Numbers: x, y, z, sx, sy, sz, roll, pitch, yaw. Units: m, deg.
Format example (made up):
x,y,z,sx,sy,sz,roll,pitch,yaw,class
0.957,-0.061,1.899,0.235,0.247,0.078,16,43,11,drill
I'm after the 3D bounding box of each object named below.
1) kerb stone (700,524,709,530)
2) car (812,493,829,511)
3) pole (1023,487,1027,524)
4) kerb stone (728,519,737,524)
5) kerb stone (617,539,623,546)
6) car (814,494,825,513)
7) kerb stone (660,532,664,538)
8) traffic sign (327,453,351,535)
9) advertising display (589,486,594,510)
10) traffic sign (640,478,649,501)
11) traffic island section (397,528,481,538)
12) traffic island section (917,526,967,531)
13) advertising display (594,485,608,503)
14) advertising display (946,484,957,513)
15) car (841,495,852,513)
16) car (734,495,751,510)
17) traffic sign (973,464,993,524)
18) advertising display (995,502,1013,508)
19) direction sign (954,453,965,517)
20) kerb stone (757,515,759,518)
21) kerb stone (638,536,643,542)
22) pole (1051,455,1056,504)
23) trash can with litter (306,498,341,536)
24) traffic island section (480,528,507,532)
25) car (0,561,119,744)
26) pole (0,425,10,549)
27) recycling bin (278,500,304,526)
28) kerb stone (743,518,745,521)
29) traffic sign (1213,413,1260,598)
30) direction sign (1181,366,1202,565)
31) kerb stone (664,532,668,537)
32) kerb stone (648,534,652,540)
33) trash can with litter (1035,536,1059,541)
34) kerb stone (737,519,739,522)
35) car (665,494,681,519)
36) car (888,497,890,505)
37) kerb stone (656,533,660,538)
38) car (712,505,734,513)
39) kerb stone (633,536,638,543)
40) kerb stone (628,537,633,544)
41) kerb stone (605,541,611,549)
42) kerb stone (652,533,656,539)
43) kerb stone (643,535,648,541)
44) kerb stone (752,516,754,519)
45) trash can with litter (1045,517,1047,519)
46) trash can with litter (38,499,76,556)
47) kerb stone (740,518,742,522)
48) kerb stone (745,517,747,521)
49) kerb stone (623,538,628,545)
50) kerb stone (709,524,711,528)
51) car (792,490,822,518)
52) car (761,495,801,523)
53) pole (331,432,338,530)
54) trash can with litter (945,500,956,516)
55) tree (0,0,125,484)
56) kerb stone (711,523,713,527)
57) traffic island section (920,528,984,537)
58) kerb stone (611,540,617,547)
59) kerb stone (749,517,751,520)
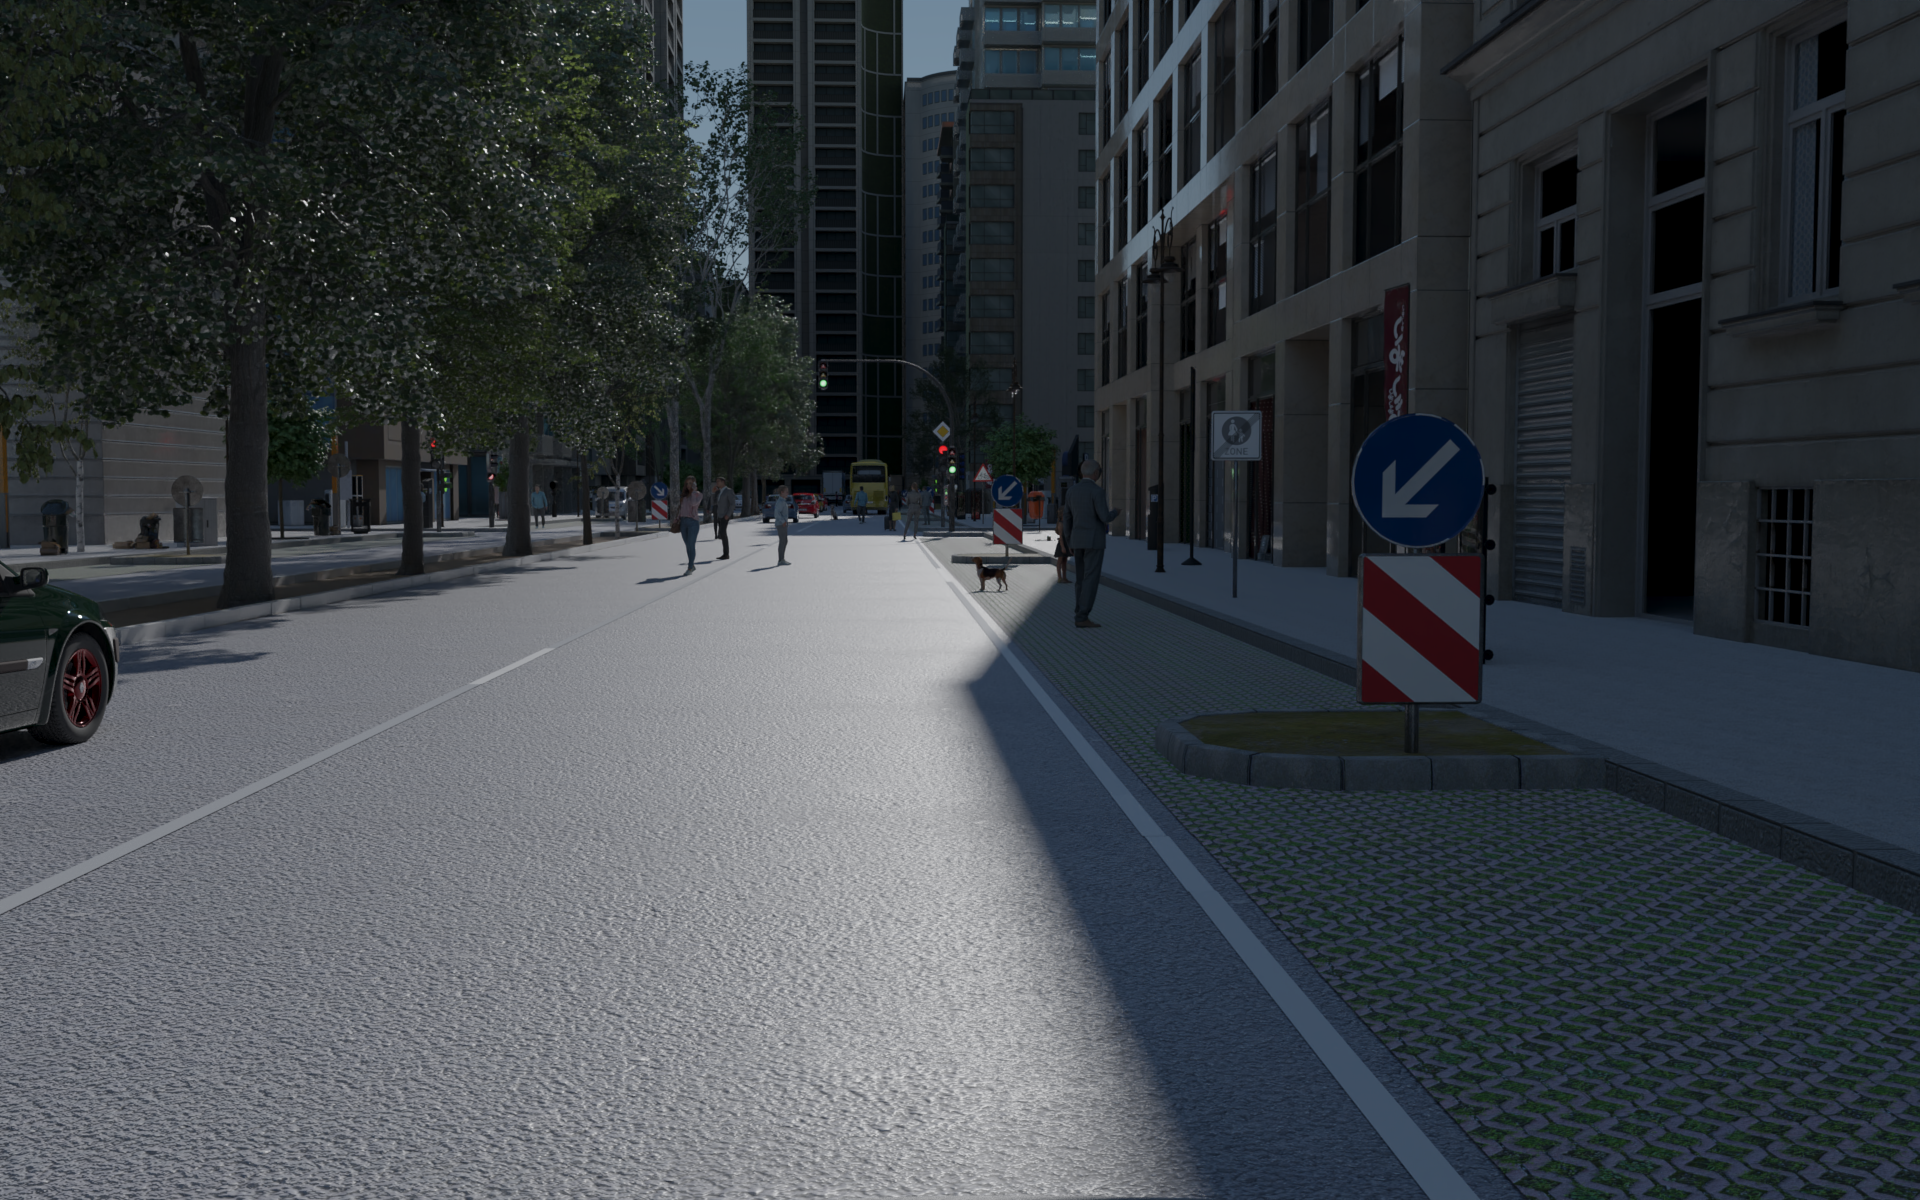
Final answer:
x,y,z,sx,sy,sz,roll,pitch,yaw,class
-10.626,-3.027,71.702,0.120,0.150,1.000,0,4,-3,kerb stone
-12.337,-8.526,148.441,2.155,1.783,4.494,0,4,-1,car
2.742,-4.886,73.731,0.158,3.312,0.155,0,3,0,pole
-11.300,-3.903,86.036,0.120,0.150,1.000,0,4,-3,kerb stone
-9.479,-1.554,47.602,0.120,0.150,1.000,0,4,-3,kerb stone
-11.560,-7.606,134.585,2.015,1.641,3.980,0,4,-1,car
-9.913,-2.118,56.831,0.120,0.150,1.000,0,4,-3,kerb stone
-19.434,-3.307,54.183,0.768,2.556,0.104,0,4,4,traffic sign
-28.971,-8.017,136.283,0.123,1.923,0.974,3,5,43,advertising display
-22.333,-7.398,122.149,0.795,2.450,0.064,0,4,-1,traffic sign
-17.535,-2.199,58.229,2.009,0.180,2.903,0,4,-3,traffic island section
-0.640,-2.736,67.015,2.009,0.180,2.903,0,4,-3,traffic island section
-26.552,-7.543,128.544,0.974,1.923,0.123,2,4,24,advertising display
-0.546,-6.718,115.060,0.974,1.923,0.123,-3,5,-39,advertising display
-8.042,-7.336,131.953,2.014,1.417,4.499,0,4,-4,car
-19.348,-8.610,153.140,2.083,1.381,4.827,0,4,-2,car
0.983,-4.497,73.527,0.884,2.594,0.081,0,3,0,traffic sign
2.237,-5.043,87.674,0.974,1.923,0.123,0,4,3,advertising display
-0.126,-6.346,95.760,0.876,3.537,0.379,2,4,26,direction sign
-12.028,-4.846,101.421,0.120,0.150,1.000,0,4,-3,kerb stone
-9.669,-1.804,51.709,0.120,0.150,1.000,0,4,-3,kerb stone
4.055,-4.975,75.185,0.158,3.312,0.155,0,3,0,pole
-19.638,-2.575,53.486,0.624,1.170,1.055,1,4,11,trash can with litter
-17.912,-2.687,66.205,2.009,0.180,2.903,0,4,-3,traffic island section
-5.867,0.066,8.709,2.009,1.686,4.222,0,4,-1,car
-22.439,-2.860,40.598,0.158,3.312,0.155,0,3,0,pole
-26.810,-3.478,69.412,0.722,1.027,0.722,2,4,25,recycling bin
-11.548,-4.217,91.149,0.120,0.150,1.000,0,4,-3,kerb stone
3.402,-1.177,21.379,0.606,2.300,0.079,0,4,6,traffic sign
4.189,-2.399,31.219,0.379,3.537,0.876,1,4,11,direction sign
-9.967,-2.181,57.856,0.120,0.150,1.000,0,4,-3,kerb stone
-9.765,-1.931,53.764,0.120,0.150,1.000,0,4,-3,kerb stone
3.034,-2.230,47.525,2.233,1.210,1.678,-1,4,-17,trash can with litter
-11.346,-3.962,87.057,0.120,0.150,1.000,0,4,-3,kerb stone
-15.688,-5.311,96.625,2.009,1.686,4.222,0,4,-5,car
-7.947,-12.584,215.334,1.945,1.707,3.694,0,4,-3,car
-9.876,-2.055,55.807,0.120,0.150,1.000,0,4,-3,kerb stone
-17.762,-7.116,128.353,2.014,1.417,4.499,0,4,-2,car
-9.619,-1.743,50.689,0.120,0.150,1.000,0,4,-3,kerb stone
-9.572,-1.679,49.660,0.120,0.150,1.000,0,4,-3,kerb stone
-9.383,-1.428,45.551,0.120,0.150,1.000,0,4,-3,kerb stone
-9.821,-1.993,54.784,0.120,0.150,1.000,0,4,-3,kerb stone
-9.719,-1.868,52.737,0.120,0.150,1.000,0,4,-3,kerb stone
-11.829,-4.594,97.311,0.120,0.150,1.000,0,4,-3,kerb stone
4.653,-4.432,83.857,1.055,1.170,0.624,0,4,-5,trash can with litter
-19.048,-1.536,36.500,0.624,1.170,1.055,-1,4,-18,trash can with litter
-11.444,-4.087,89.108,0.120,0.150,1.000,0,4,-3,kerb stone
-11.593,-4.280,92.183,0.120,0.150,1.000,0,4,-3,kerb stone
-9.531,-1.612,48.627,0.120,0.150,1.000,0,4,-3,kerb stone
-10.662,-3.088,72.724,0.120,0.150,1.000,0,4,-3,kerb stone
-9.417,-5.824,104.259,2.155,1.783,4.494,0,4,-3,car
-9.033,-4.610,87.368,2.014,1.417,4.499,0,4,-4,car
-19.935,-3.758,55.283,0.158,3.312,0.155,0,3,0,pole
-0.334,-5.446,100.426,1.055,1.170,0.624,0,4,3,trash can with litter
-8.780,-3.751,14.148,4.737,8.622,4.395,0,3,0,tree
-10.720,-3.153,73.746,0.120,0.150,1.000,0,4,-3,kerb stone
-0.262,-2.248,59.039,2.009,0.180,2.903,0,4,-3,traffic island section
-9.431,-1.488,46.582,0.120,0.150,1.000,0,4,-3,kerb stone
-11.747,-4.469,95.262,0.120,0.150,1.000,0,4,-3,kerb stone
